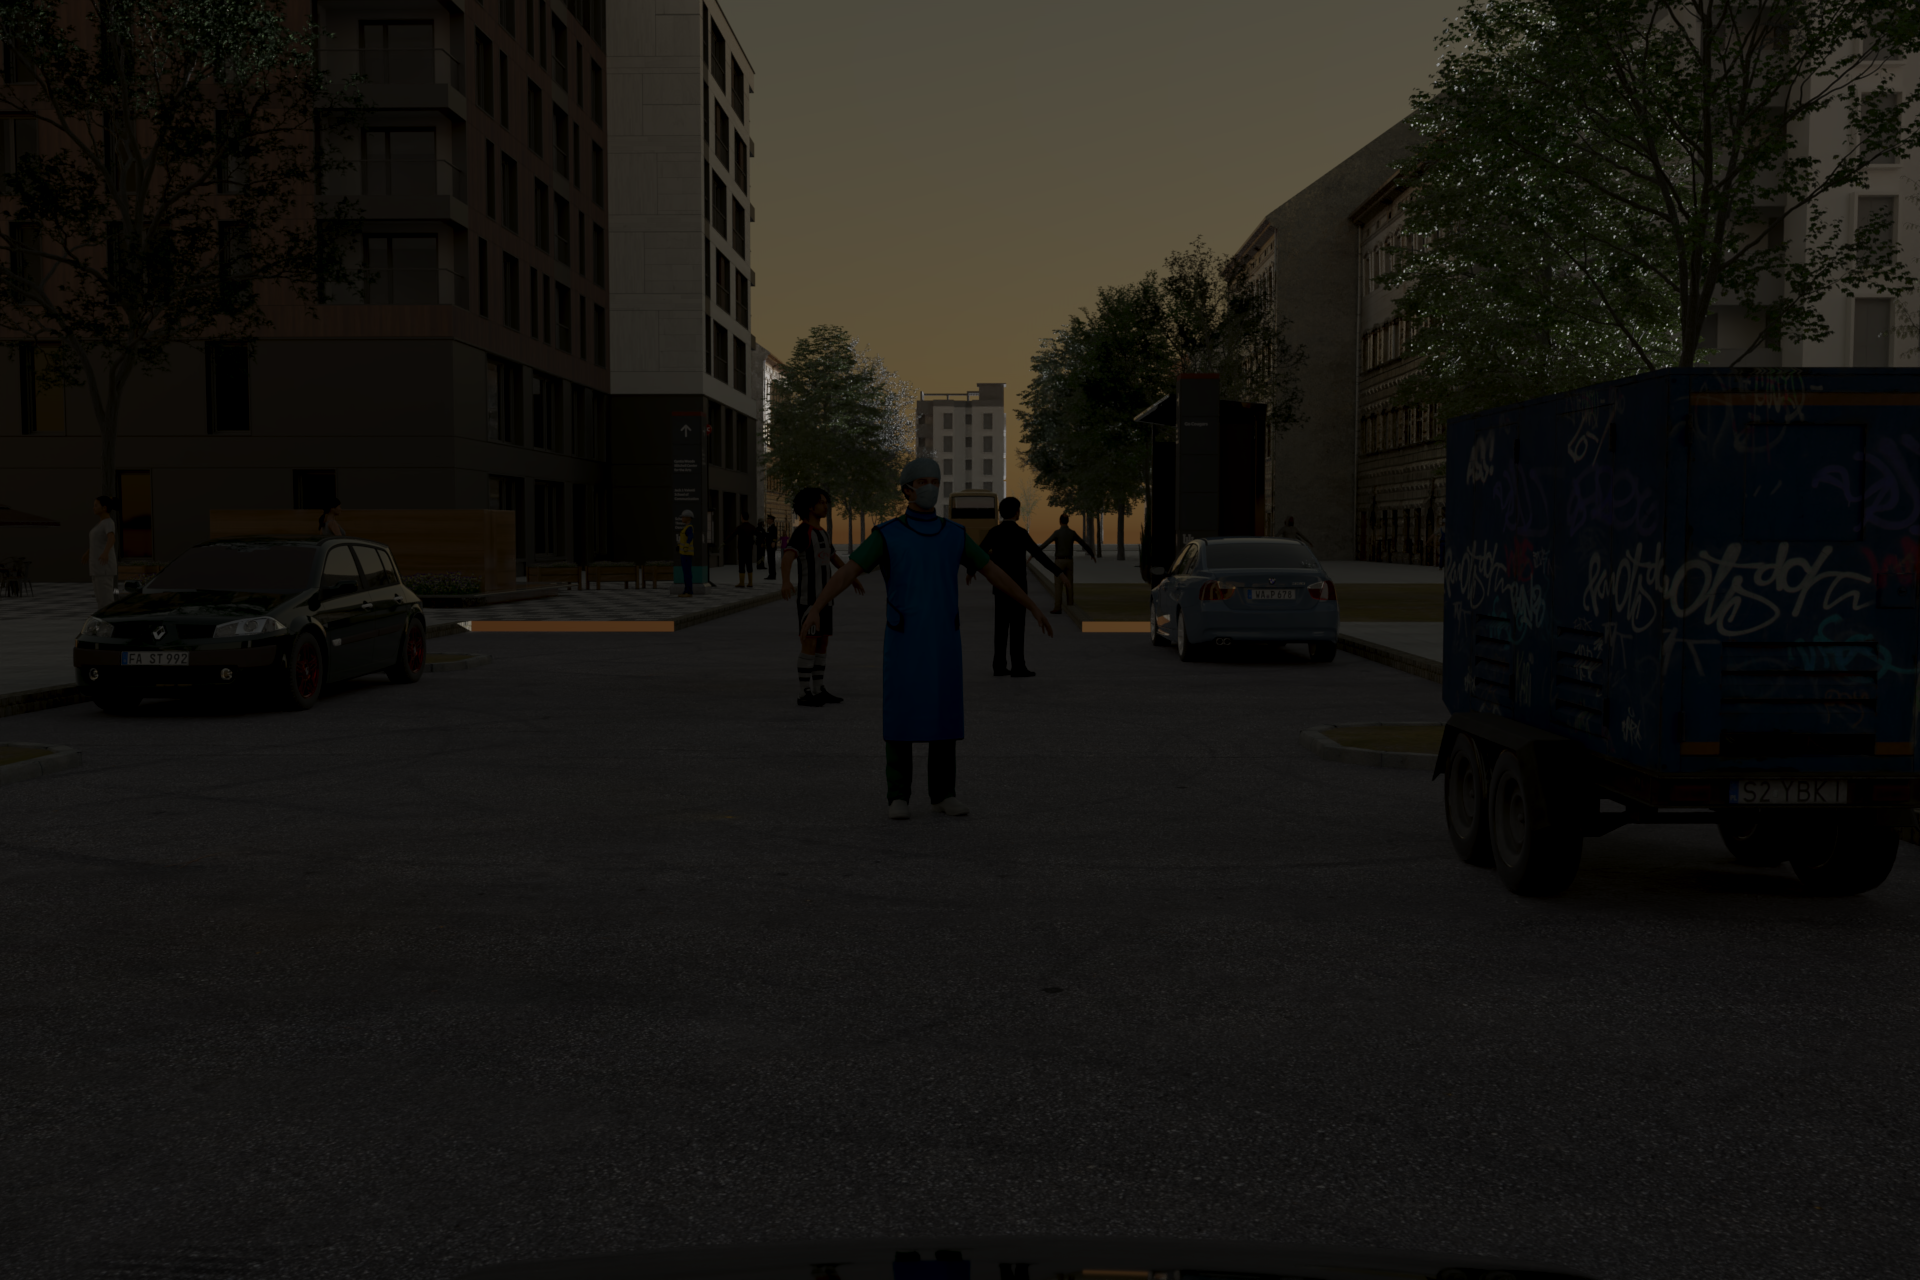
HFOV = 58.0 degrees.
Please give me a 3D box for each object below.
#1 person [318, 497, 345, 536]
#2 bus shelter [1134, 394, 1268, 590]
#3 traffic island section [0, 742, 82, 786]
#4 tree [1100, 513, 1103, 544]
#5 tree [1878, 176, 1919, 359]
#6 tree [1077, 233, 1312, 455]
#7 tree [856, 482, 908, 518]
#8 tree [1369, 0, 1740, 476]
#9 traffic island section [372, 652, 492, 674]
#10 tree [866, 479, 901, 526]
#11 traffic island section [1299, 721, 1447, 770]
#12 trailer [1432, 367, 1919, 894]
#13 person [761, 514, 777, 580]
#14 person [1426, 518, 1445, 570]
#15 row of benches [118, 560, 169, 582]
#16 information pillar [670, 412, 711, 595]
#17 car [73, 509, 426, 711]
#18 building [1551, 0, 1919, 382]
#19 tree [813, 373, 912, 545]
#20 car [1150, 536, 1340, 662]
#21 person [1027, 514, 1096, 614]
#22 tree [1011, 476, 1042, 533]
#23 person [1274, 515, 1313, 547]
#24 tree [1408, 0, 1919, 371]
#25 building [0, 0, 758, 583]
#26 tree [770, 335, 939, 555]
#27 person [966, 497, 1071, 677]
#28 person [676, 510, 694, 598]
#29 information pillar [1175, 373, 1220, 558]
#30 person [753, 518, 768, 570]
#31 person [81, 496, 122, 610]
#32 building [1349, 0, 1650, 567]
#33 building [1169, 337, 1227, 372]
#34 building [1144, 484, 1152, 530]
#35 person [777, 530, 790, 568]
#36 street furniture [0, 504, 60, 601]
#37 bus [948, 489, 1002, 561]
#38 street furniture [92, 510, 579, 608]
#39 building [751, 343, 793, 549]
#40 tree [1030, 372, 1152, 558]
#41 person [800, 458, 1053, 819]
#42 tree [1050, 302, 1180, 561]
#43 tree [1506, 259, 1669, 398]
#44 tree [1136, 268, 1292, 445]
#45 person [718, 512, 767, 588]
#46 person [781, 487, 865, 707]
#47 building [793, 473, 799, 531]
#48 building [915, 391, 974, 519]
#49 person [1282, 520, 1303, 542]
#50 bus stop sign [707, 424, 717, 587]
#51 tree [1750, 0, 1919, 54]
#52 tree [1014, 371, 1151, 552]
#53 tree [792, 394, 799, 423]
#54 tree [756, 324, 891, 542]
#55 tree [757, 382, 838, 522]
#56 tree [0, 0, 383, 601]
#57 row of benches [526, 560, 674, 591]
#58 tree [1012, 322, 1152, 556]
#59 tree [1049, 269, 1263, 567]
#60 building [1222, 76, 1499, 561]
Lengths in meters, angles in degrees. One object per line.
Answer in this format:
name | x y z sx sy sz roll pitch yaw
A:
person | -7.598 -0.883 21.250 0.721 1.737 1.217 -3 4 -37
bus shelter | 4.372 -2.497 32.104 1.731 3.624 6.357 0 4 0
traffic island section | -6.435 0.771 10.253 1.991 0.108 1.994 0 4 1
tree | 19.013 -22.506 223.866 12.611 20.169 13.585 0 3 0
tree | 17.837 -4.737 27.808 4.360 8.622 3.978 0 3 0
tree | 7.357 -7.369 54.897 8.767 10.594 7.601 2 4 28
tree | -9.828 -17.424 219.286 7.601 10.594 8.767 1 4 8
tree | 12.231 -7.210 36.004 7.486 12.596 7.792 0 3 0
traffic island section | -6.199 0.251 18.763 1.991 0.108 1.994 0 4 1
tree | -6.504 -11.058 131.166 4.360 8.622 3.978 0 3 0
traffic island section | 3.306 0.698 11.452 1.991 0.108 1.994 0 4 1
trailer | 2.889 -0.052 7.902 1.471 1.999 3.904 0 4 0
person | -5.325 -2.611 48.621 0.705 1.837 1.347 -1 4 -19
person | 17.106 -3.378 61.079 1.347 1.847 0.705 2 4 24
row of benches | -18.100 -1.534 40.549 4.104 0.672 1.422 2 4 23
information pillar | -5.758 -2.909 36.934 0.750 3.857 0.750 0 4 2
car | -6.109 -0.337 15.297 2.009 1.686 4.222 0 4 2
building | 26.684 -12.542 61.488 16.016 20.090 11.380 0 4 2
tree | -7.218 -12.502 122.533 7.486 12.596 7.792 0 3 0
car | 3.332 -0.532 20.708 2.014 1.417 4.499 0 4 0
person | 1.856 -1.369 31.107 1.348 1.796 0.705 -1 4 -19
tree | 8.887 -16.454 219.388 4.360 8.622 3.978 0 3 0
person | 9.281 -2.604 48.699 1.348 1.813 0.705 -1 4 -17
tree | 9.600 -5.938 22.839 9.928 11.665 9.643 0 3 0
building | -23.352 -13.286 61.196 27.936 21.610 32.646 0 4 1
tree | -6.891 -12.081 107.902 12.009 13.543 11.850 0 3 0
person | 0.525 -0.538 17.437 1.347 1.806 0.705 3 5 42
person | -5.613 -1.751 35.090 0.721 1.772 1.216 -1 4 -17
information pillar | 3.860 -2.375 28.213 0.750 3.857 0.750 0 4 1
person | -7.168 -3.474 62.575 0.705 1.856 1.354 2 4 26
person | -10.275 -0.847 20.612 0.721 1.739 1.217 -3 4 -36
building | 27.970 -14.813 73.118 19.493 23.208 18.063 0 4 1
building | 28.603 -19.669 152.517 19.493 23.208 18.063 0 4 1
building | 25.396 -14.896 185.692 9.099 9.664 28.070 0 4 1
person | -6.566 -3.380 64.528 0.991 1.433 0.599 1 4 14
street furniture | -32.326 -1.579 30.845 27.439 1.986 14.083 0 4 3
bus | 0.842 -6.262 93.938 2.896 3.916 12.252 0 4 2
street furniture | -12.569 -1.592 32.883 9.812 1.723 11.010 0 4 3
building | -25.288 -19.736 153.607 19.493 23.208 18.063 0 4 1
tree | 7.659 -9.753 93.876 8.767 10.594 7.601 1 4 14
person | -0.181 -0.013 8.797 1.347 1.817 0.704 -1 4 -21
tree | 8.073 -10.116 83.519 7.486 12.596 7.792 0 3 0
tree | 15.571 -5.756 44.478 4.360 8.622 3.978 0 3 0
tree | 7.541 -5.933 47.370 4.360 8.622 3.978 0 3 0
person | -5.173 -2.169 41.599 1.346 1.812 0.704 -3 5 -40
person | -1.196 -0.362 14.524 0.704 1.843 1.345 2 4 24
building | -21.312 -14.650 181.682 9.099 9.664 28.070 0 4 1
building | -5.295 -22.199 221.832 11.380 20.090 16.016 1 4 8
person | 11.754 -3.422 62.228 0.705 1.796 1.348 -3 5 -42
bus stop sign | -6.369 -3.270 42.163 0.855 3.939 0.416 0 4 1
tree | 9.374 -6.018 8.771 12.009 13.543 11.850 0 3 0
tree | 9.047 -13.200 126.185 12.009 13.543 11.850 0 3 0
tree | -21.371 -22.222 219.219 12.611 20.169 13.585 0 3 0
tree | -7.558 -10.779 94.363 7.486 12.596 7.792 0 3 0
tree | -7.648 -8.111 82.971 4.737 8.622 4.395 0 3 0
tree | -11.482 -5.401 22.712 8.767 10.594 7.601 0 4 -3
row of benches | -7.966 -1.505 40.075 4.104 0.672 1.422 -3 4 -37
tree | 7.878 -12.030 103.345 9.857 13.997 8.962 0 3 0
tree | 7.496 -8.633 66.897 9.928 11.665 9.643 0 3 0
building | 24.525 -15.931 91.393 19.493 23.208 18.063 0 4 2
